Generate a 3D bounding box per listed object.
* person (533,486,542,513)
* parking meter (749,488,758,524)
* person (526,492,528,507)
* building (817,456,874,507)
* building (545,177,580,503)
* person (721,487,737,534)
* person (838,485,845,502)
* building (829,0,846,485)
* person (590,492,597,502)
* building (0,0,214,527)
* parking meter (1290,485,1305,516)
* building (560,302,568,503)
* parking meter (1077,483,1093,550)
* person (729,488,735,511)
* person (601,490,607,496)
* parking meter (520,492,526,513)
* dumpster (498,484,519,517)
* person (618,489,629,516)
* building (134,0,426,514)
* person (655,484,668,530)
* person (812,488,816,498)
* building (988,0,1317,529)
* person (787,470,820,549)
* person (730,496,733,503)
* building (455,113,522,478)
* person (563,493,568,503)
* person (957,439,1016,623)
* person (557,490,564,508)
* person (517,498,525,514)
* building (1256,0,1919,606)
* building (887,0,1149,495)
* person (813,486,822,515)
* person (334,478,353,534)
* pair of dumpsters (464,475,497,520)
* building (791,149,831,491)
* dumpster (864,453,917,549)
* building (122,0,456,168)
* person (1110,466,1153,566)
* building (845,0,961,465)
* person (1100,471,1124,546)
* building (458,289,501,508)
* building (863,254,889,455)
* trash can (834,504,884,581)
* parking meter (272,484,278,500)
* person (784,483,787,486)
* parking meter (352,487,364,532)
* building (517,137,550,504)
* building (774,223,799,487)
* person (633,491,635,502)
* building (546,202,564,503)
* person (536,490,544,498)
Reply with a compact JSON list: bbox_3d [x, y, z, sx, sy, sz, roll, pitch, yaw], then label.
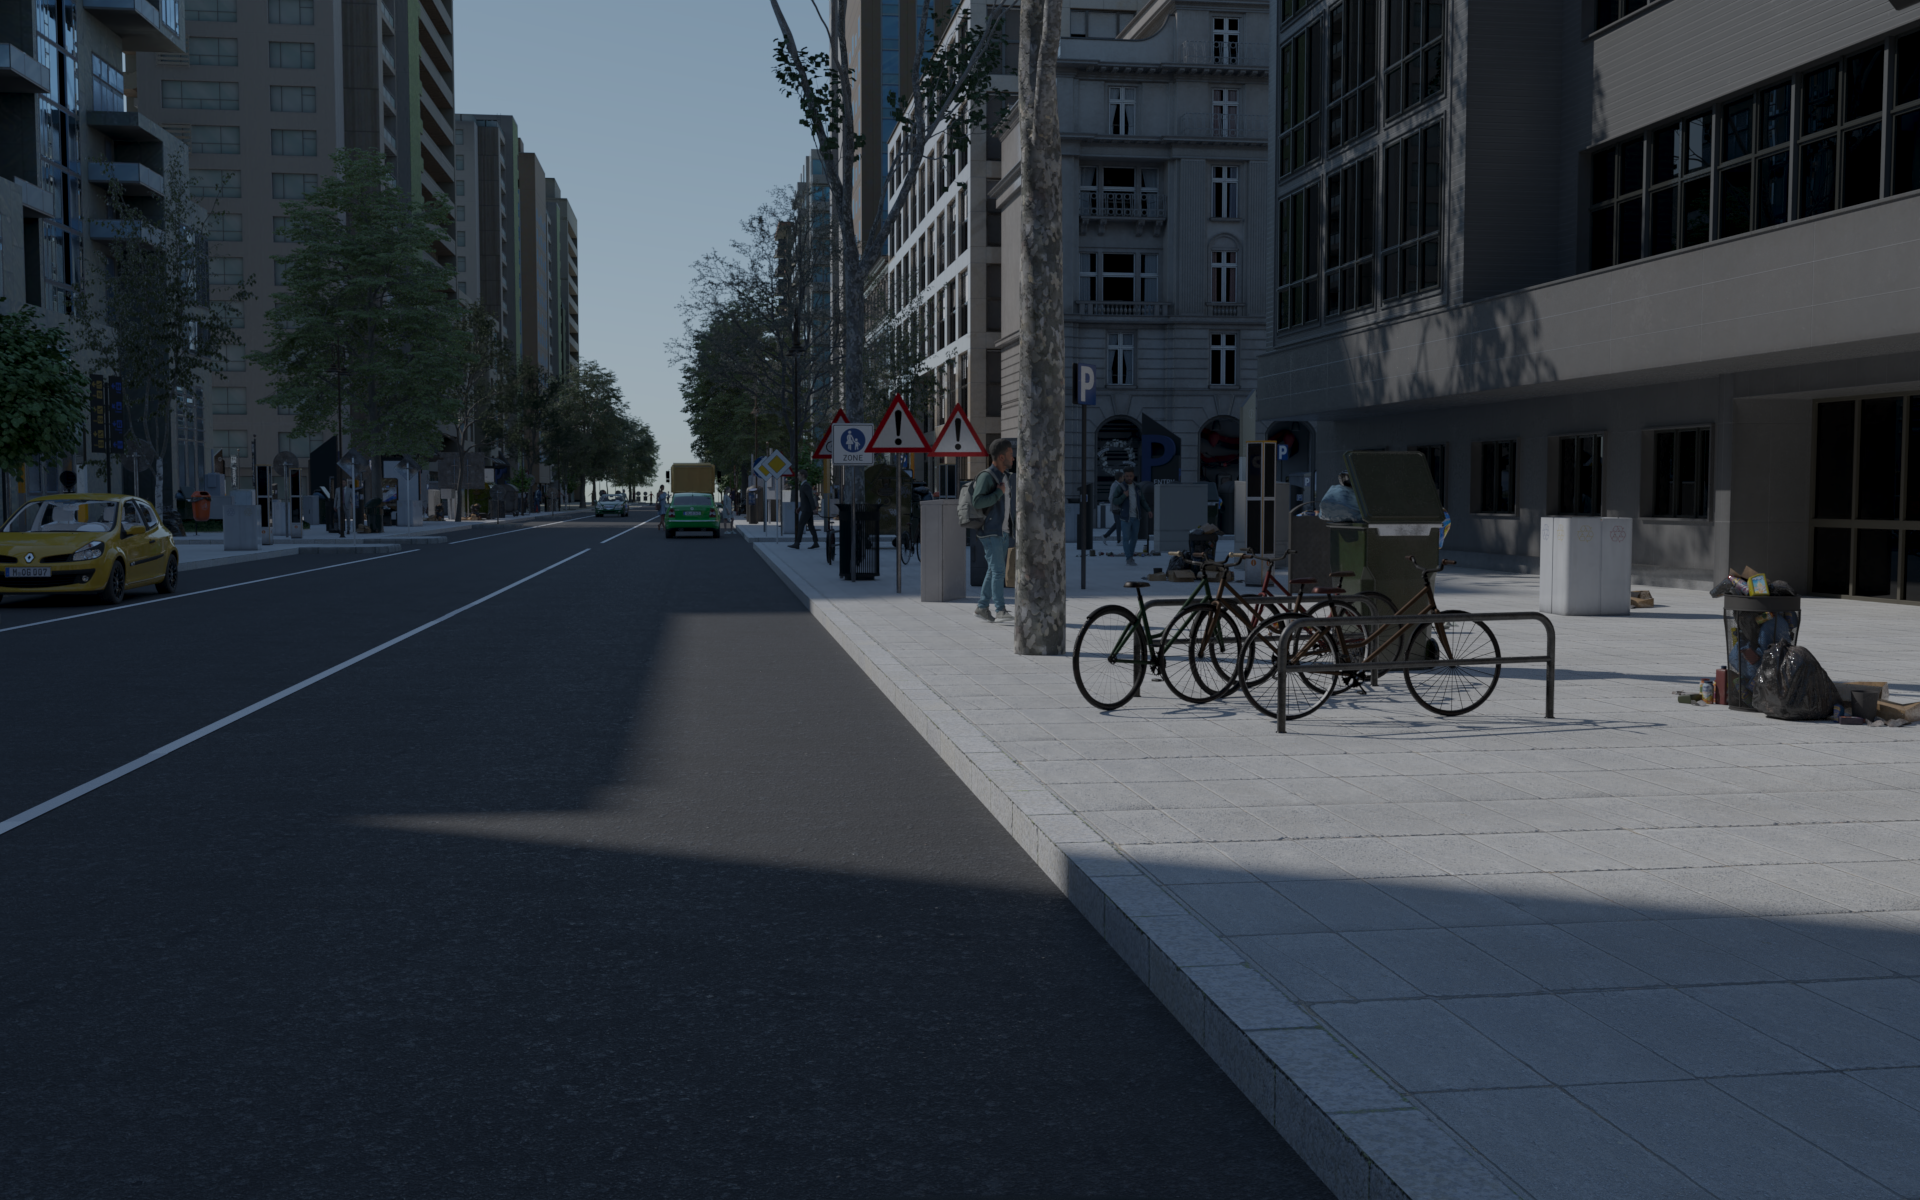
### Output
[{"bbox_3d":[-28.443,-6.745,116.504,0.721,1.800,0.419,2,4,28],"label":"person"},{"bbox_3d":[-8.836,-4.007,73.929,0.372,1.533,0.369,0,3,0],"label":"parking meter"},{"bbox_3d":[-42.190,-9.848,167.864,0.742,1.727,0.445,0,4,3],"label":"person"},{"bbox_3d":[0.728,-30.142,184.710,32.217,40.220,23.993,-1,4,-8],"label":"building"},{"bbox_3d":[-70.210,-39.306,266.356,21.300,48.544,21.600,-1,4,-8],"label":"building"},{"bbox_3d":[-8.343,-3.221,62.161,0.522,1.701,0.512,1,4,11],"label":"person"},{"bbox_3d":[-6.548,-5.511,96.336,0.419,1.800,0.721,3,5,44],"label":"person"},{"bbox_3d":[-1.293,-37.626,157.186,21.231,58.520,28.212,-1,4,-8],"label":"building"},{"bbox_3d":[-47.142,-13.160,222.038,1.217,1.723,0.721,1,4,11],"label":"person"},{"bbox_3d":[-44.584,-46.233,68.587,22.319,86.520,31.000,-1,4,-8],"label":"building"},{"bbox_3d":[9.084,-2.339,46.660,0.372,1.533,0.369,0,3,0],"label":"parking meter"},{"bbox_3d":[-64.423,-29.238,249.746,14.160,30.474,14.107,-1,4,-8],"label":"building"},{"bbox_3d":[2.880,-1.927,39.919,0.372,1.533,0.369,0,3,0],"label":"parking meter"},{"bbox_3d":[-17.328,-7.652,131.596,0.568,1.767,0.683,3,4,36],"label":"person"},{"bbox_3d":[-30.366,-8.531,148.436,0.683,1.767,0.568,-2,4,-31],"label":"person"},{"bbox_3d":[-29.479,-6.632,116.851,0.372,1.533,0.369,0,3,0],"label":"parking meter"},{"bbox_3d":[-25.719,-5.653,98.188,1.264,1.857,1.865,-1,4,-8],"label":"dumpster"},{"bbox_3d":[-22.220,-6.456,114.533,0.782,1.767,0.515,1,4,17],"label":"person"},{"bbox_3d":[-41.763,-25.957,107.995,14.154,41.232,14.086,-1,4,-8],"label":"building"},{"bbox_3d":[-11.716,-3.626,67.877,0.616,1.811,0.778,-3,4,-38],"label":"person"},{"bbox_3d":[-6.798,-4.403,78.383,0.623,1.781,0.721,2,4,35],"label":"person"},{"bbox_3d":[14.050,-13.977,70.321,24.055,21.916,13.314,-1,4,-8],"label":"building"},{"bbox_3d":[-3.645,-2.110,40.311,0.755,1.850,0.659,0,4,1],"label":"person"},{"bbox_3d":[-19.006,-8.283,144.699,0.697,1.427,0.421,-1,4,-15],"label":"person"},{"bbox_3d":[-53.729,-30.400,180.629,14.154,41.232,14.086,-1,4,-8],"label":"building"},{"bbox_3d":[-52.366,-13.507,230.075,0.799,1.438,0.628,-2,4,-27],"label":"person"},{"bbox_3d":[0.402,-0.678,17.116,0.713,1.824,0.794,3,5,44],"label":"person"},{"bbox_3d":[-37.120,-9.380,160.111,1.217,1.736,0.721,-3,5,-43],"label":"person"},{"bbox_3d":[-28.202,-6.407,111.221,0.576,1.772,0.534,-1,4,-9],"label":"person"},{"bbox_3d":[15.188,-12.433,22.353,14.314,24.678,30.058,-1,4,-8],"label":"building"},{"bbox_3d":[7.469,-17.684,93.641,19.350,26.468,34.151,-1,4,-8],"label":"building"},{"bbox_3d":[-8.727,-6.100,106.137,0.532,1.782,0.716,-2,4,-31],"label":"person"},{"bbox_3d":[-19.434,-2.958,54.688,0.678,1.792,0.850,-1,4,-11],"label":"person"},{"bbox_3d":[-24.228,-5.212,87.710,1.574,2.255,4.437,-1,4,-8],"label":"pair of dumpsters"},{"bbox_3d":[-11.950,-38.083,242.262,23.786,49.044,30.456,-1,4,-8],"label":"building"},{"bbox_3d":[-1.847,-2.343,40.803,1.502,2.255,1.985,-1,4,-9],"label":"dumpster"},{"bbox_3d":[-50.882,-31.102,132.212,21.300,48.544,21.600,-1,4,-8],"label":"building"},{"bbox_3d":[3.042,-1.511,31.095,0.623,1.781,0.721,-3,4,-37],"label":"person"},{"bbox_3d":[-1.490,-29.728,136.165,14.600,45.320,14.200,-1,4,-8],"label":"building"},{"bbox_3d":[3.820,-2.266,42.939,0.795,1.843,0.661,2,4,25],"label":"person"},{"bbox_3d":[-57.914,-19.159,158.293,27.650,21.520,28.899,-1,4,-8],"label":"building"},{"bbox_3d":[-1.099,-15.592,119.563,10.561,19.102,19.286,-1,4,-8],"label":"building"},{"bbox_3d":[-1.501,-0.868,25.842,0.748,1.137,0.748,0,3,0],"label":"trash can"},{"bbox_3d":[-38.244,-5.557,96.569,0.255,1.863,0.399,1,4,9],"label":"parking meter"},{"bbox_3d":[-8.664,-4.927,86.369,0.755,1.850,0.659,3,5,44],"label":"person"},{"bbox_3d":[-20.299,-3.058,58.417,0.372,1.533,0.369,0,3,0],"label":"parking meter"},{"bbox_3d":[-60.272,-34.901,220.736,14.600,45.320,14.200,-1,4,-8],"label":"building"},{"bbox_3d":[-17.850,-37.801,272.669,22.147,44.769,28.867,-1,4,-8],"label":"building"},{"bbox_3d":[-51.720,-16.378,274.507,1.217,1.739,0.721,0,4,8],"label":"person"},{"bbox_3d":[-61.747,-33.720,234.913,14.154,41.232,14.086,-1,4,-8],"label":"building"},{"bbox_3d":[-34.368,-8.189,140.749,1.217,1.723,0.721,1,4,14],"label":"person"}]
